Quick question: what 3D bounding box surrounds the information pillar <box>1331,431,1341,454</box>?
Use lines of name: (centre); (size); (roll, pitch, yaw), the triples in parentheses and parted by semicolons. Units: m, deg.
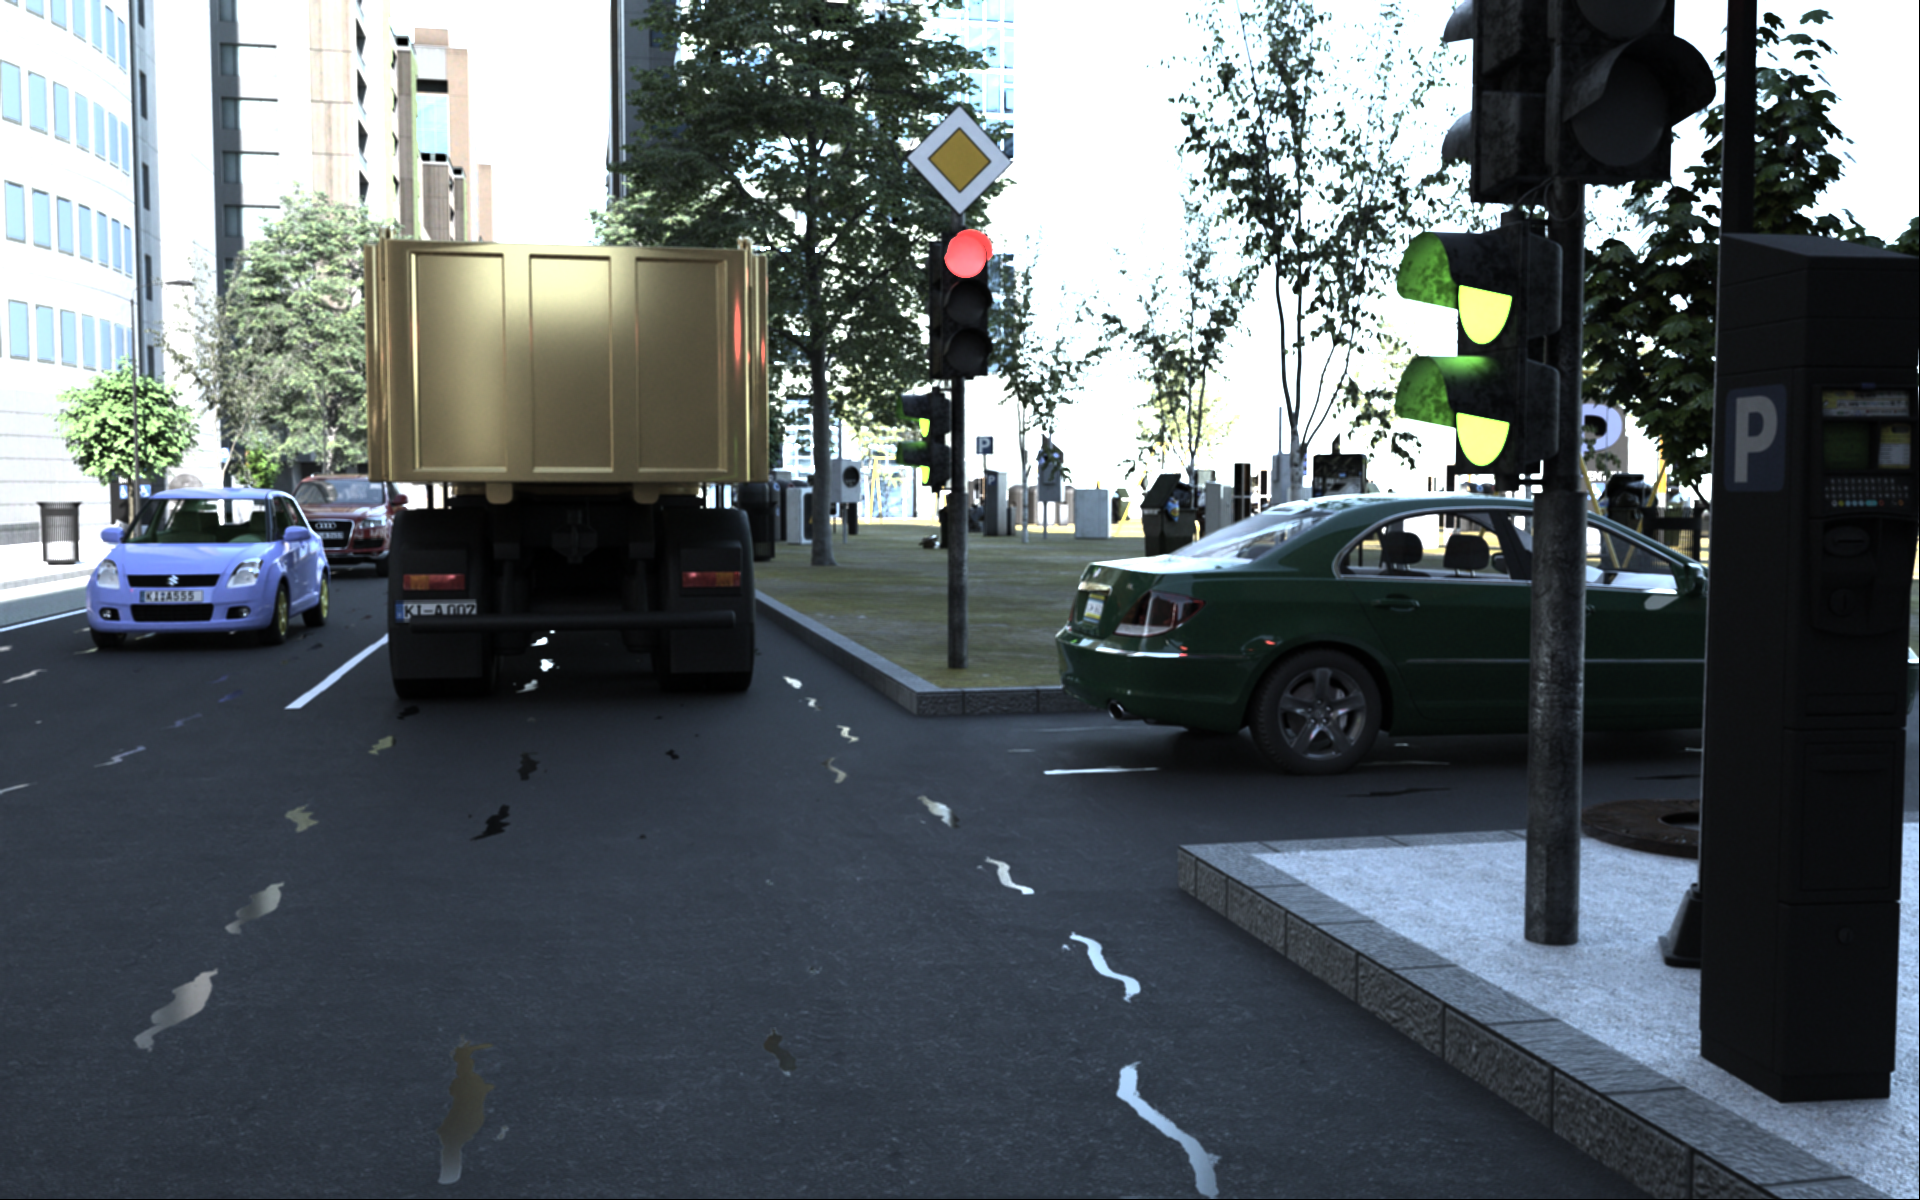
information pillar: (14.061, -4.491, 64.785); (0.183, 3.616, 0.504); (-2, 4, -27)

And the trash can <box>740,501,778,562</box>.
trash can: (-3.843, -1.311, 33.083); (0.748, 1.137, 0.748); (0, 3, 0)

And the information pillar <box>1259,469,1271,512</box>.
information pillar: (8.863, -2.804, 50.345); (0.304, 2.012, 0.304); (2, 4, 25)

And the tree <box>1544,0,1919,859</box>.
tree: (2.926, -0.714, 6.280); (1.663, 3.219, 1.824); (0, 3, 0)

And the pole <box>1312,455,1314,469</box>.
pole: (18.313, -5.856, 89.593); (0.158, 3.312, 0.155); (0, 3, 0)

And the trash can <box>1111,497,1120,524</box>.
trash can: (6.432, -3.801, 73.793); (0.748, 1.137, 0.748); (0, 3, 0)

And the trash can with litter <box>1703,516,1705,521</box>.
trash can with litter: (36.181, -4.385, 83.083); (1.055, 1.170, 0.624); (2, 4, 33)

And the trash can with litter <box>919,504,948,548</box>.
trash can with litter: (-0.458, -1.806, 40.910); (1.055, 1.170, 0.624); (1, 4, 19)

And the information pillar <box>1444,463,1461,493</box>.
information pillar: (11.771, -2.257, 41.390); (0.304, 2.012, 0.304); (3, 4, 38)

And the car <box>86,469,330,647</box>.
car: (-7.488, -0.480, 17.445); (1.945, 1.707, 3.694); (-1, 4, -11)

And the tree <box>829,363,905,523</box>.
tree: (-4.116, -7.782, 77.605); (4.737, 8.622, 4.395); (0, 3, 0)

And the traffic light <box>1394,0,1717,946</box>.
traffic light: (1.684, -0.976, 4.872); (0.839, 4.253, 0.868); (-1, 4, -12)

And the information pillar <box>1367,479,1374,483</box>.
information pillar: (19.767, -4.836, 83.565); (0.304, 2.012, 0.304); (-2, 4, -28)

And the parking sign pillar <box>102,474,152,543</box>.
parking sign pillar: (-22.065, -3.521, 46.039); (1.447, 3.967, 1.447); (2, 4, 34)

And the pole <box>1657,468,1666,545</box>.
pole: (16.129, -2.811, 39.804); (0.158, 3.312, 0.155); (0, 3, 0)

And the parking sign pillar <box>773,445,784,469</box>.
parking sign pillar: (-6.303, -4.245, 57.879); (1.447, 3.967, 1.447); (1, 4, 14)

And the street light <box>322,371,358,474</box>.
street light: (-23.342, -5.667, 65.190); (1.470, 5.913, 1.316); (-1, 4, -12)

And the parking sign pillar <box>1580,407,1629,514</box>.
parking sign pillar: (13.737, -2.997, 37.478); (1.447, 3.967, 1.447); (1, 4, 11)

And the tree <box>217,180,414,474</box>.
tree: (-26.412, -10.130, 72.278); (9.857, 13.997, 8.962); (0, 3, 0)

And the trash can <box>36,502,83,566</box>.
trash can: (-16.173, -1.192, 31.136); (0.748, 1.137, 0.748); (0, 3, 0)

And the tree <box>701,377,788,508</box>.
tree: (-5.445, -3.438, 39.931); (4.285, 4.588, 4.351); (0, 3, 0)

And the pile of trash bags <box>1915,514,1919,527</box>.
pile of trash bags: (36.421, -3.498, 66.945); (3.447, 1.369, 1.912); (-3, 4, -38)

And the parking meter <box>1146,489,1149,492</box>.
parking meter: (10.106, -5.128, 92.257); (0.372, 1.533, 0.369); (0, 3, 0)

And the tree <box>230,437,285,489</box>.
tree: (-23.345, -3.842, 57.414); (1.663, 3.219, 1.824); (0, 3, 0)

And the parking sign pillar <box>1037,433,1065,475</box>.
parking sign pillar: (3.980, -5.353, 75.994); (1.447, 3.967, 1.447); (-3, 5, -43)

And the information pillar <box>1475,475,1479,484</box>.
information pillar: (26.213, -5.897, 87.769); (0.183, 3.616, 0.504); (2, 4, 31)

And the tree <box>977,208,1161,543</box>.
tree: (1.904, -5.790, 45.035); (4.737, 8.622, 4.395); (0, 3, 0)

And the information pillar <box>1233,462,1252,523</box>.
information pillar: (6.520, -2.173, 40.024); (0.304, 2.012, 0.304); (-3, 5, -40)

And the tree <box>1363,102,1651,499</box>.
tree: (10.139, -4.885, 30.230); (4.737, 8.622, 4.395); (0, 3, 0)

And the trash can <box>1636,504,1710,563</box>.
trash can: (7.903, -0.465, 19.255); (0.748, 1.137, 0.748); (0, 3, 0)

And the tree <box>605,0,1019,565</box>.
tree: (-2.640, -6.876, 30.543); (7.486, 12.596, 7.792); (0, 3, 0)

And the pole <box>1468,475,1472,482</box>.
pole: (26.731, -5.933, 90.840); (0.158, 3.312, 0.155); (0, 3, 0)

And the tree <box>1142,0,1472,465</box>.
tree: (3.982, -4.220, 19.365); (4.360, 8.622, 3.978); (0, 3, 0)

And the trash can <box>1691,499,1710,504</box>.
trash can: (21.592, -2.359, 50.225); (0.748, 1.137, 0.748); (0, 3, 0)

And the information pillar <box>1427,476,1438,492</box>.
information pillar: (18.699, -3.921, 68.593); (0.304, 2.012, 0.304); (-2, 4, -28)

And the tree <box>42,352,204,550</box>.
tree: (-19.358, -3.451, 40.143); (4.285, 4.588, 4.351); (0, 3, 0)

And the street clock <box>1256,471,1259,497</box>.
street clock: (9.332, -2.992, 53.496); (0.358, 2.002, 0.471); (2, 4, 32)

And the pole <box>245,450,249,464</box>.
pole: (-32.912, -5.274, 80.077); (0.158, 3.312, 0.155); (0, 3, 0)

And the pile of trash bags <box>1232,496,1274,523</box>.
pile of trash bags: (7.629, -2.216, 45.981); (1.912, 1.369, 3.447); (1, 4, 16)

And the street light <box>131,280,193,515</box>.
street light: (-17.319, -3.979, 37.601); (1.470, 5.913, 1.316); (-1, 4, -12)

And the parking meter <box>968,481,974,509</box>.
parking meter: (0.482, -4.270, 75.522); (0.255, 1.863, 0.399); (0, 4, -3)

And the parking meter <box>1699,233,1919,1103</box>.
parking meter: (1.833, 0.120, 3.748); (0.255, 1.863, 0.399); (0, 4, -7)

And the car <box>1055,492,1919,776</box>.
car: (3.008, 0.116, 9.900); (4.920, 1.459, 2.131); (-1, 4, -11)

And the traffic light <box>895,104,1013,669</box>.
traffic light: (-0.034, -1.453, 12.670); (0.839, 4.253, 0.868); (-1, 4, -12)

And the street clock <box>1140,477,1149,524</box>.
street clock: (7.960, -4.295, 74.791); (0.358, 2.002, 0.471); (3, 4, 37)

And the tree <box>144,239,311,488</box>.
tree: (-21.621, -6.158, 51.049); (4.360, 8.622, 3.978); (0, 3, 0)

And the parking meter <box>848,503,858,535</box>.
parking meter: (-3.392, -3.010, 54.920); (0.255, 1.863, 0.399); (0, 4, 7)

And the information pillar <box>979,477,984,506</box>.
information pillar: (1.059, -4.364, 75.847); (0.304, 2.012, 0.304); (-3, 4, -37)

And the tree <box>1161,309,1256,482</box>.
tree: (8.729, -7.203, 68.124); (4.737, 8.622, 4.395); (0, 3, 0)

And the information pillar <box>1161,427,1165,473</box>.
information pillar: (7.089, -4.238, 60.639); (0.183, 3.616, 0.504); (0, 4, 1)

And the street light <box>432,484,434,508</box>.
street light: (-33.663, -8.554, 112.400); (1.470, 5.913, 1.316); (-1, 4, -12)

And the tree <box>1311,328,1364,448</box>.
tree: (14.129, -6.582, 57.980); (4.737, 8.622, 4.395); (0, 3, 0)

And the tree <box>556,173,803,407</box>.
tree: (-10.772, -9.699, 65.234); (9.857, 13.997, 8.962); (0, 3, 0)

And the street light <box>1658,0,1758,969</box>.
street light: (1.562, -1.955, 4.502); (1.470, 5.913, 1.316); (-1, 4, -12)

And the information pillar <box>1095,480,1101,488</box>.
information pillar: (7.250, -5.282, 90.851); (0.304, 2.012, 0.304); (0, 4, 5)

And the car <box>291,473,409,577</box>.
car: (-11.152, -1.395, 31.487); (2.281, 1.827, 5.304); (-1, 4, -12)

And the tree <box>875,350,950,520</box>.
tree: (-2.575, -8.331, 86.572); (4.360, 8.622, 3.978); (0, 3, 0)
